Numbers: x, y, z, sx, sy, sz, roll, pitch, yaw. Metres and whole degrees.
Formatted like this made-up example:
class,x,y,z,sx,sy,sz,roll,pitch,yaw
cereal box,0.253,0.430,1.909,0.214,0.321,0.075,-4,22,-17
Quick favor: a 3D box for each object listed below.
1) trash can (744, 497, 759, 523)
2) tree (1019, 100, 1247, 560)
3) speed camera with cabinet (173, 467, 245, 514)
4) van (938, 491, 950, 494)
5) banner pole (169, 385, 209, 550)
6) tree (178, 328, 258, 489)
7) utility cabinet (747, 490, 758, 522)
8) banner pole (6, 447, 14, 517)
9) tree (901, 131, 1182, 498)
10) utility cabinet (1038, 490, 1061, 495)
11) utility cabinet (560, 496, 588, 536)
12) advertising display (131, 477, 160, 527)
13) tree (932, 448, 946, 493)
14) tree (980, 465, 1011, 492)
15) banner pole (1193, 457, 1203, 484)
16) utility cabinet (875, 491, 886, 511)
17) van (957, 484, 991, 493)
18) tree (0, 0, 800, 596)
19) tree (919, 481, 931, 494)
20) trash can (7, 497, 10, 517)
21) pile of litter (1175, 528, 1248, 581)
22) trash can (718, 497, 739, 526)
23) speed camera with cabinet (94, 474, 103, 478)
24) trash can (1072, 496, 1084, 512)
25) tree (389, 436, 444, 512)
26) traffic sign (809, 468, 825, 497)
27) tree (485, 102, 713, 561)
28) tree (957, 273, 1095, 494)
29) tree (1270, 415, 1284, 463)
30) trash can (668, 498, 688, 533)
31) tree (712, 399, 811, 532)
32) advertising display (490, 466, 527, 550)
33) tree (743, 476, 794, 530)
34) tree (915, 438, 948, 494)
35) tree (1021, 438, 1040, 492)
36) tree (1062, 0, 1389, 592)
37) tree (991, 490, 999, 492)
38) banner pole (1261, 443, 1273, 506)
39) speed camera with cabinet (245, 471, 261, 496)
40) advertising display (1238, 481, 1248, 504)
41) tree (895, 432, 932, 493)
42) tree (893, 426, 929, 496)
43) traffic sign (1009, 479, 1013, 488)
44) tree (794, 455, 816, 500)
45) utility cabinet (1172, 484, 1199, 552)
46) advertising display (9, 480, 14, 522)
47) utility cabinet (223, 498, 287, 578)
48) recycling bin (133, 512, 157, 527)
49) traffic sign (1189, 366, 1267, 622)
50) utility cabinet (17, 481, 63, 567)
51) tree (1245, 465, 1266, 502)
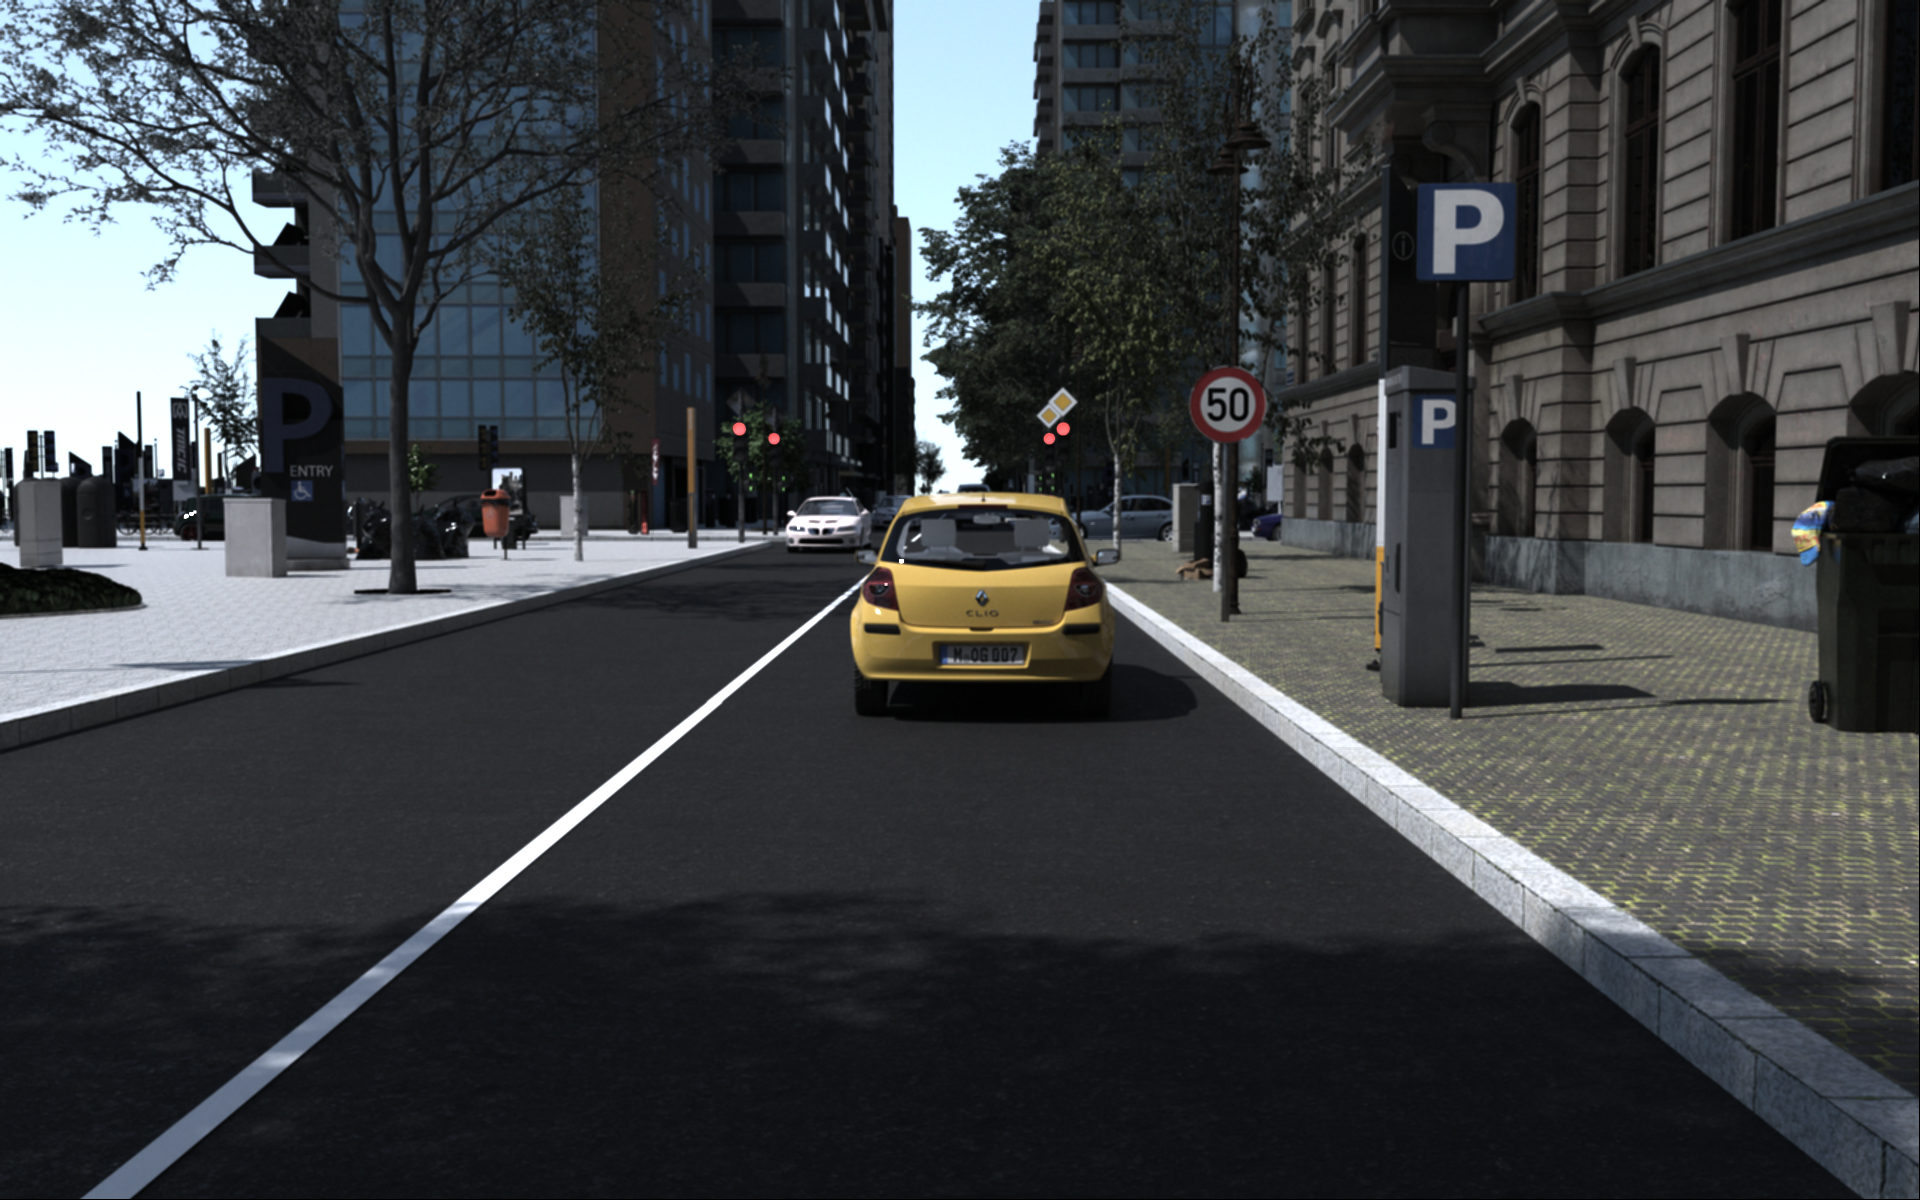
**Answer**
class,x,y,z,sx,sy,sz,roll,pitch,yaw
trash can,-9.194,-3.931,75.931,0.748,1.137,0.748,0,3,0
tree,3.295,-5.079,33.402,4.737,8.622,4.395,0,3,0
speed camera with cabinet,-25.536,-3.939,58.743,2.038,3.252,0.660,0,4,-6
van,-1.846,-12.027,203.656,2.013,2.044,4.112,0,4,-1
banner pole,-17.695,-3.039,39.712,0.401,3.779,0.863,2,4,34
tree,-32.660,-7.795,77.804,4.737,8.622,4.395,0,3,0
utility cabinet,-9.295,-4.217,77.621,0.318,1.500,1.173,0,4,2
banner pole,-50.849,-6.282,92.728,0.863,3.779,0.401,2,4,30
tree,3.132,-9.415,60.594,9.857,13.997,8.962,0,3,0
utility cabinet,4.536,-4.848,87.946,1.173,1.500,0.318,2,4,28
utility cabinet,-11.789,-2.556,52.950,1.020,1.237,0.306,3,5,41
advertising display,-31.485,-3.776,66.959,0.974,1.923,0.123,-2,4,-34
tree,-4.608,-19.482,268.885,4.737,8.622,4.395,0,3,0
tree,4.281,-12.894,194.522,4.285,4.588,4.351,0,3,0
banner pole,15.942,-7.696,115.847,0.863,3.779,0.401,-1,4,-16
utility cabinet,-5.523,-6.832,120.382,0.318,1.500,1.173,2,4,24
van,0.617,-4.012,72.605,2.013,2.044,4.112,0,4,2
tree,-7.260,-6.836,22.134,12.009,13.543,11.850,0,3,0
tree,-5.367,-15.878,254.201,1.663,3.219,1.824,0,3,0
trash can,-53.068,-5.227,97.120,0.748,1.137,0.748,0,3,0
pile of litter,3.799,-0.764,26.459,1.176,0.858,1.719,3,5,39
trash can,-9.534,-3.605,70.591,0.748,1.137,0.748,0,3,0
speed camera with cabinet,-39.948,-5.339,81.624,0.660,3.252,2.038,0,4,7
trash can,7.062,-5.615,103.453,0.748,1.137,0.748,0,3,0
tree,-18.169,-3.883,58.095,1.663,3.219,1.824,0,3,0
traffic sign,-5.636,-4.044,68.249,0.606,2.300,0.079,0,4,4
tree,-7.086,-5.037,32.714,4.360,8.622,3.978,0,3,0
tree,3.260,-10.221,85.233,7.486,12.596,7.792,0,3,0
tree,23.947,-10.570,123.183,4.737,8.622,4.395,0,3,0
trash can,-9.327,-2.809,57.580,0.748,1.137,0.748,0,3,0
tree,-6.813,-4.647,59.696,4.285,4.588,4.351,0,3,0
advertising display,-10.443,-2.133,40.089,0.974,1.923,0.123,2,4,26
tree,-7.076,-4.152,62.488,1.663,3.219,1.824,0,3,0
tree,-5.566,-21.557,286.871,8.767,10.594,7.601,3,4,36
tree,4.890,-11.071,131.372,4.360,8.622,3.978,0,3,0
tree,3.381,-4.398,22.271,4.360,8.622,3.978,0,3,0
tree,4.411,-13.306,212.156,1.663,3.219,1.824,0,3,0
banner pole,15.005,-5.805,84.935,0.401,3.779,0.863,-3,5,-43
speed camera with cabinet,-29.087,-4.653,70.404,2.038,3.252,0.660,0,4,-7
advertising display,14.141,-5.045,87.703,0.974,1.923,0.123,3,4,38
tree,-6.097,-15.586,205.195,4.737,8.622,4.395,0,3,0
tree,-5.361,-14.518,187.739,4.360,8.622,3.978,0,3,0
traffic sign,3.625,-7.075,117.803,0.606,2.300,0.079,0,4,1
tree,-7.022,-4.663,70.835,1.663,3.219,1.824,0,3,0
utility cabinet,5.254,-1.789,37.933,1.173,1.500,0.318,-1,4,-21
advertising display,-44.249,-4.622,80.787,0.123,1.923,0.974,-2,4,-25
utility cabinet,-10.895,-0.956,26.795,1.020,1.237,0.306,2,4,25
recycling bin,-32.095,-3.404,68.202,0.722,1.027,0.722,-3,4,-36
traffic sign,2.663,-1.052,17.301,0.768,2.556,0.104,0,4,3
utility cabinet,-16.122,-1.325,30.350,0.318,1.500,1.173,-1,4,-9
tree,19.030,-7.096,110.613,1.663,3.219,1.824,0,3,0
